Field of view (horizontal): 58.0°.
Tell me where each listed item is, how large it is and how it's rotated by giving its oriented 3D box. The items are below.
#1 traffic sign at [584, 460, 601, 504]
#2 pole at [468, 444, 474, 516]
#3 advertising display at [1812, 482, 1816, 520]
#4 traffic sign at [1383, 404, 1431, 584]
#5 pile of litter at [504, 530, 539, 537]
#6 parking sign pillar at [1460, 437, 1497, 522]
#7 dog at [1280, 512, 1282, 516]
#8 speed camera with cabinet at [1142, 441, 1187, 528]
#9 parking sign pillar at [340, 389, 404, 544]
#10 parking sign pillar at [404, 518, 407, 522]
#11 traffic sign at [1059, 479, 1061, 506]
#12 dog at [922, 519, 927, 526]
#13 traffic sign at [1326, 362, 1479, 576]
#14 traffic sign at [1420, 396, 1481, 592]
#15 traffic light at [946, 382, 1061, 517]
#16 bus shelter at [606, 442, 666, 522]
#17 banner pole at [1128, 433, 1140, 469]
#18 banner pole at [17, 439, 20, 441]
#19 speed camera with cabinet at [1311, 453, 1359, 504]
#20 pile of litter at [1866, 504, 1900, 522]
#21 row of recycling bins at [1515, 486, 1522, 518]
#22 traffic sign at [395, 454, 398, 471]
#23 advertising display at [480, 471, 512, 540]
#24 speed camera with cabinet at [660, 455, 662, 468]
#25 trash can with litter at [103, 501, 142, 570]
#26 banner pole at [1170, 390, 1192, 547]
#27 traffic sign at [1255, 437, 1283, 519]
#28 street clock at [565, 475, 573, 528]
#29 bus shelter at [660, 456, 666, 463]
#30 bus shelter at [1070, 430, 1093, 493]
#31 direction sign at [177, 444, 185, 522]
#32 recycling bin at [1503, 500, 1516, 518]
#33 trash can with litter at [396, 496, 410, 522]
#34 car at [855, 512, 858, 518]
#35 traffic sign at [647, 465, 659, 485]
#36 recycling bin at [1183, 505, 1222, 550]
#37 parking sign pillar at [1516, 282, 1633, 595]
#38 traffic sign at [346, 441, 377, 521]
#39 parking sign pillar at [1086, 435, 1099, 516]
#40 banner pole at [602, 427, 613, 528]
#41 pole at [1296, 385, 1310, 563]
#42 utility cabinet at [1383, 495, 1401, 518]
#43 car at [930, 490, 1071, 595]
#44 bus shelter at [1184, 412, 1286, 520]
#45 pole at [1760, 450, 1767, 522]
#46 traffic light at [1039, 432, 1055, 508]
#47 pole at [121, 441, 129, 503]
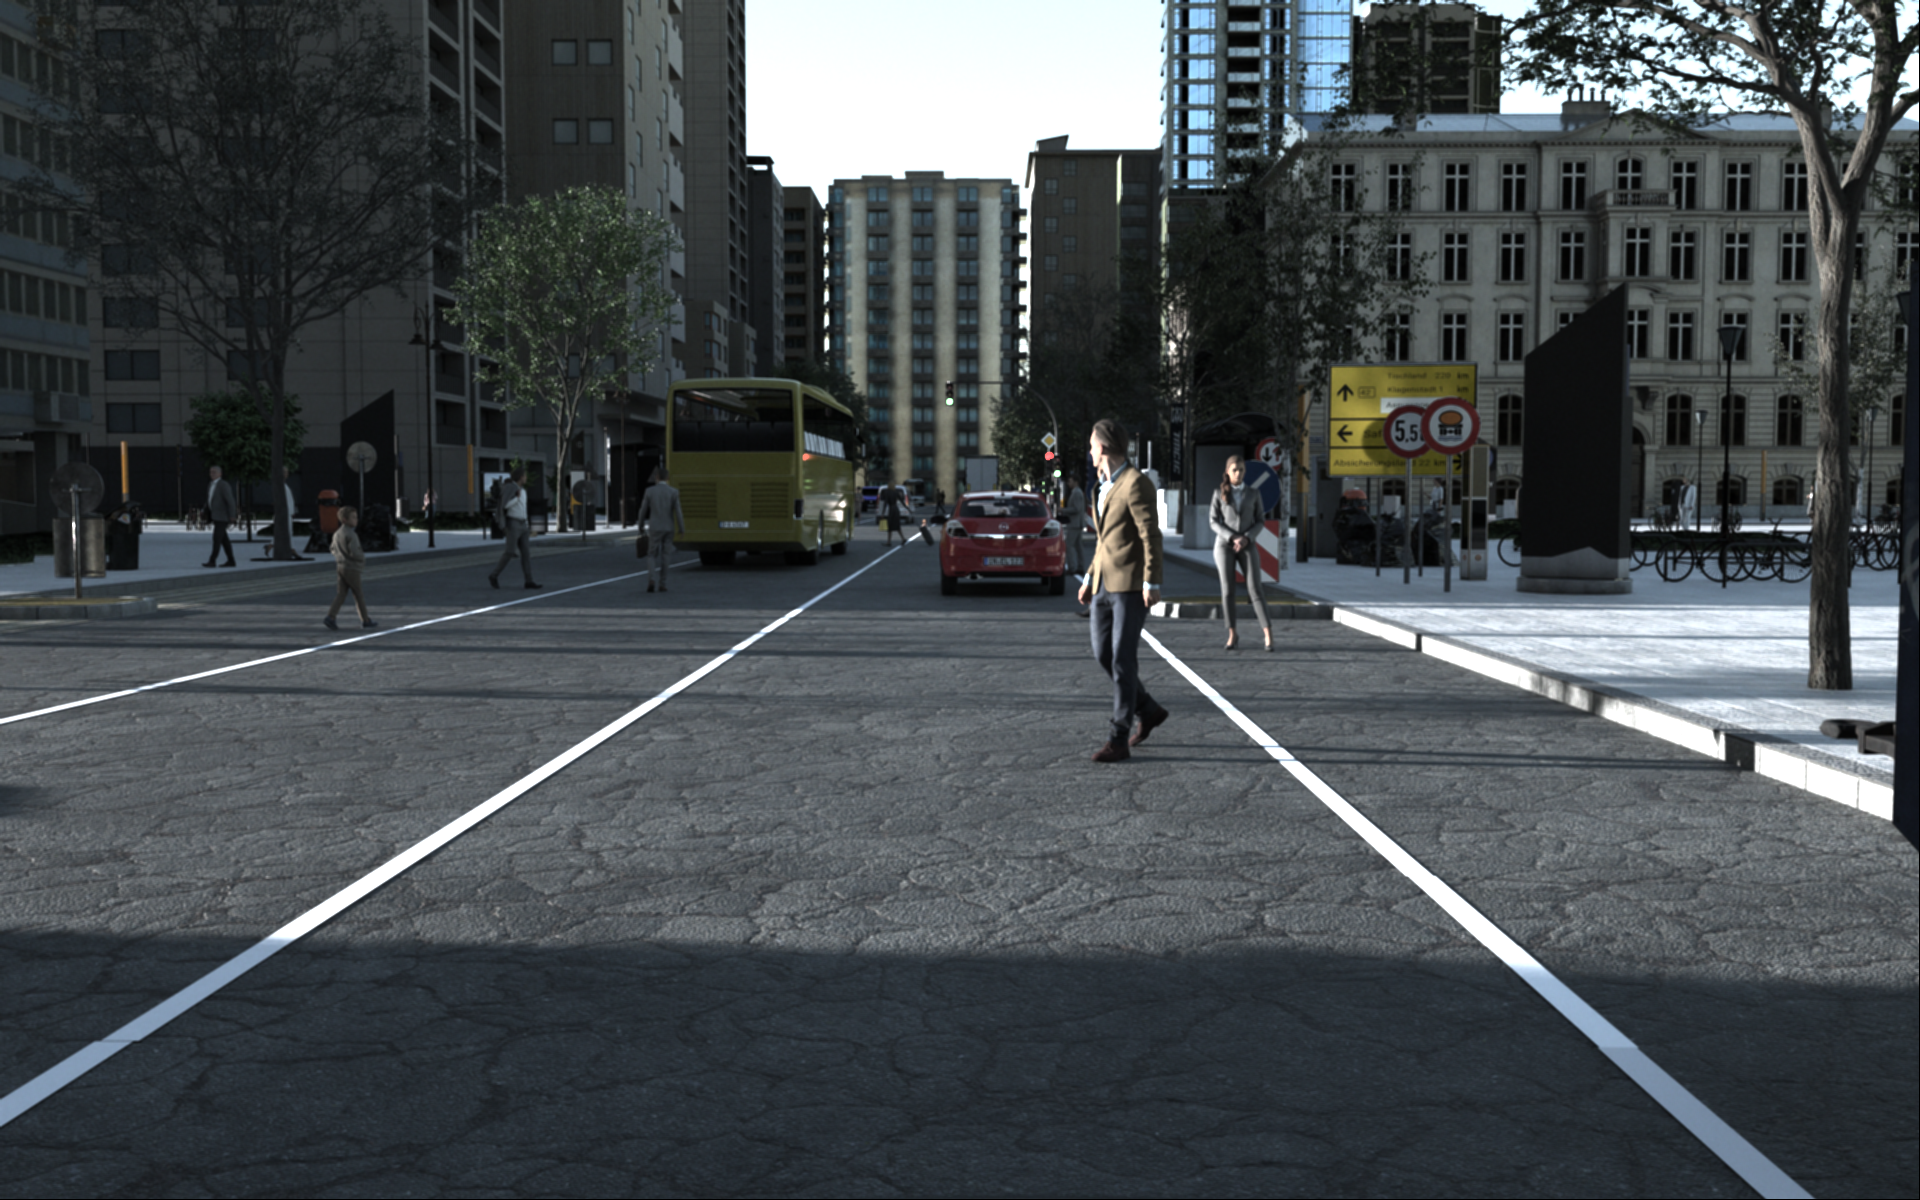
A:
[{"bbox_3d":[-14.158,-4.045,66.139,0.884,2.594,0.081,0,4,5],"label":"traffic sign"},{"bbox_3d":[-20.107,-4.730,71.182,0.158,3.312,0.155,0,3,0],"label":"pole"},{"bbox_3d":[34.027,-3.865,68.399,0.974,1.923,0.123,-2,4,-25],"label":"advertising display"},{"bbox_3d":[6.405,-1.507,24.748,0.768,2.556,0.104,0,4,3],"label":"traffic sign"},{"bbox_3d":[-13.270,-2.337,52.179,1.176,0.858,1.719,0,4,-1],"label":"pile of litter"},{"bbox_3d":[20.962,-4.977,69.842,1.447,3.967,1.447,1,4,16],"label":"parking sign pillar"},{"bbox_3d":[16.627,-4.385,89.435,0.550,0.427,0.748,2,4,26],"label":"dog"},{"bbox_3d":[7.597,-4.348,65.432,2.038,3.252,0.660,-2,4,-31],"label":"speed camera with cabinet"},{"bbox_3d":[-15.135,-3.413,44.278,1.447,3.967,1.447,-1,4,-23],"label":"parking sign pillar"},{"bbox_3d":[-26.047,-5.542,79.077,1.447,3.967,1.447,2,4,25],"label":"parking sign pillar"},{"bbox_3d":[6.593,-6.796,113.239,0.606,2.300,0.079,1,4,9],"label":"traffic sign"},{"bbox_3d":[-1.315,-2.745,64.166,0.406,0.507,0.540,-3,5,-45],"label":"dog"},{"bbox_3d":[6.851,-2.021,26.910,2.265,3.308,0.079,1,4,9],"label":"traffic sign"},{"bbox_3d":[6.391,-1.378,22.641,0.768,2.556,0.104,0,4,8],"label":"traffic sign"},{"bbox_3d":[1.806,-5.834,70.055,4.771,5.953,1.251,0,4,1],"label":"traffic light"},{"bbox_3d":[-15.113,-5.504,81.266,1.731,3.624,6.357,0,4,1],"label":"bus shelter"},{"bbox_3d":[7.091,-4.925,70.541,0.863,3.779,0.401,-3,5,-40],"label":"banner pole"},{"bbox_3d":[-42.565,-5.423,78.679,0.401,3.779,0.863,0,4,3],"label":"banner pole"},{"bbox_3d":[8.633,-2.782,39.825,0.660,3.252,2.038,2,4,28],"label":"speed camera with cabinet"},{"bbox_3d":[42.750,-4.033,79.902,1.176,0.858,1.719,-3,5,-42],"label":"pile of litter"},{"bbox_3d":[24.277,-3.853,70.102,3.534,1.692,1.069,0,4,-1],"label":"row of recycling bins"},{"bbox_3d":[-16.014,-2.944,48.246,0.768,2.556,0.104,0,4,7],"label":"traffic sign"},{"bbox_3d":[-13.138,-2.685,49.116,0.123,1.923,0.974,3,5,40],"label":"advertising display"},{"bbox_3d":[-15.069,-5.748,88.314,0.660,3.252,2.038,1,4,19],"label":"speed camera with cabinet"},{"bbox_3d":[-14.361,-1.089,29.192,1.055,1.170,0.624,0,4,5],"label":"trash can with litter"},{"bbox_3d":[5.344,-3.166,41.784,0.401,3.779,0.863,-3,4,-39],"label":"banner pole"},{"bbox_3d":[6.979,-2.365,38.778,0.768,2.556,0.104,0,4,6],"label":"traffic sign"},{"bbox_3d":[-14.586,-3.691,64.926,0.471,2.002,0.358,0,4,-1],"label":"street clock"},{"bbox_3d":[-13.062,-5.519,84.164,2.014,3.302,5.546,0,4,1],"label":"bus shelter"},{"bbox_3d":[7.925,-7.886,106.573,2.179,5.291,8.768,0,4,1],"label":"bus shelter"},{"bbox_3d":[-35.525,-5.314,78.873,0.379,3.537,0.876,-1,4,-14],"label":"direction sign"},{"bbox_3d":[25.577,-4.118,79.891,0.722,1.027,0.722,-2,4,-33],"label":"recycling bin"},{"bbox_3d":[-22.870,-3.612,70.120,2.233,1.210,1.678,0,4,7],"label":"trash can with litter"},{"bbox_3d":[-7.071,-5.902,106.284,2.009,1.686,4.222,0,4,-1],"label":"car"},{"bbox_3d":[-13.682,-4.776,78.097,0.884,2.594,0.081,0,4,7],"label":"traffic sign"},{"bbox_3d":[5.654,-1.696,40.280,0.722,1.027,0.722,-1,4,-17],"label":"recycling bin"},{"bbox_3d":[8.070,-2.090,22.649,1.447,3.967,1.447,3,5,40],"label":"parking sign pillar"},{"bbox_3d":[-14.463,-2.553,41.842,0.768,2.556,0.104,0,4,7],"label":"traffic sign"},{"bbox_3d":[6.367,-5.492,78.272,1.447,3.967,1.447,1,4,16],"label":"parking sign pillar"},{"bbox_3d":[-13.146,-4.569,64.719,0.401,3.779,0.863,-1,4,-21],"label":"banner pole"},{"bbox_3d":[6.425,-2.360,32.435,0.158,3.312,0.155,0,3,0],"label":"pole"},{"bbox_3d":[20.025,-4.229,80.301,0.306,1.237,1.020,-1,4,-19],"label":"utility cabinet"},{"bbox_3d":[0.616,-1.041,26.061,2.155,1.783,4.494,0,4,0],"label":"car"},{"bbox_3d":[7.199,-3.146,45.363,2.014,3.302,5.546,0,4,1],"label":"bus shelter"},{"bbox_3d":[37.517,-5.322,80.861,0.158,3.312,0.155,0,3,0],"label":"pole"},{"bbox_3d":[4.005,-5.458,78.153,0.839,4.253,0.868,0,4,1],"label":"traffic light"},{"bbox_3d":[-32.372,-4.485,67.178,0.158,3.312,0.155,0,3,0],"label":"pole"}]
